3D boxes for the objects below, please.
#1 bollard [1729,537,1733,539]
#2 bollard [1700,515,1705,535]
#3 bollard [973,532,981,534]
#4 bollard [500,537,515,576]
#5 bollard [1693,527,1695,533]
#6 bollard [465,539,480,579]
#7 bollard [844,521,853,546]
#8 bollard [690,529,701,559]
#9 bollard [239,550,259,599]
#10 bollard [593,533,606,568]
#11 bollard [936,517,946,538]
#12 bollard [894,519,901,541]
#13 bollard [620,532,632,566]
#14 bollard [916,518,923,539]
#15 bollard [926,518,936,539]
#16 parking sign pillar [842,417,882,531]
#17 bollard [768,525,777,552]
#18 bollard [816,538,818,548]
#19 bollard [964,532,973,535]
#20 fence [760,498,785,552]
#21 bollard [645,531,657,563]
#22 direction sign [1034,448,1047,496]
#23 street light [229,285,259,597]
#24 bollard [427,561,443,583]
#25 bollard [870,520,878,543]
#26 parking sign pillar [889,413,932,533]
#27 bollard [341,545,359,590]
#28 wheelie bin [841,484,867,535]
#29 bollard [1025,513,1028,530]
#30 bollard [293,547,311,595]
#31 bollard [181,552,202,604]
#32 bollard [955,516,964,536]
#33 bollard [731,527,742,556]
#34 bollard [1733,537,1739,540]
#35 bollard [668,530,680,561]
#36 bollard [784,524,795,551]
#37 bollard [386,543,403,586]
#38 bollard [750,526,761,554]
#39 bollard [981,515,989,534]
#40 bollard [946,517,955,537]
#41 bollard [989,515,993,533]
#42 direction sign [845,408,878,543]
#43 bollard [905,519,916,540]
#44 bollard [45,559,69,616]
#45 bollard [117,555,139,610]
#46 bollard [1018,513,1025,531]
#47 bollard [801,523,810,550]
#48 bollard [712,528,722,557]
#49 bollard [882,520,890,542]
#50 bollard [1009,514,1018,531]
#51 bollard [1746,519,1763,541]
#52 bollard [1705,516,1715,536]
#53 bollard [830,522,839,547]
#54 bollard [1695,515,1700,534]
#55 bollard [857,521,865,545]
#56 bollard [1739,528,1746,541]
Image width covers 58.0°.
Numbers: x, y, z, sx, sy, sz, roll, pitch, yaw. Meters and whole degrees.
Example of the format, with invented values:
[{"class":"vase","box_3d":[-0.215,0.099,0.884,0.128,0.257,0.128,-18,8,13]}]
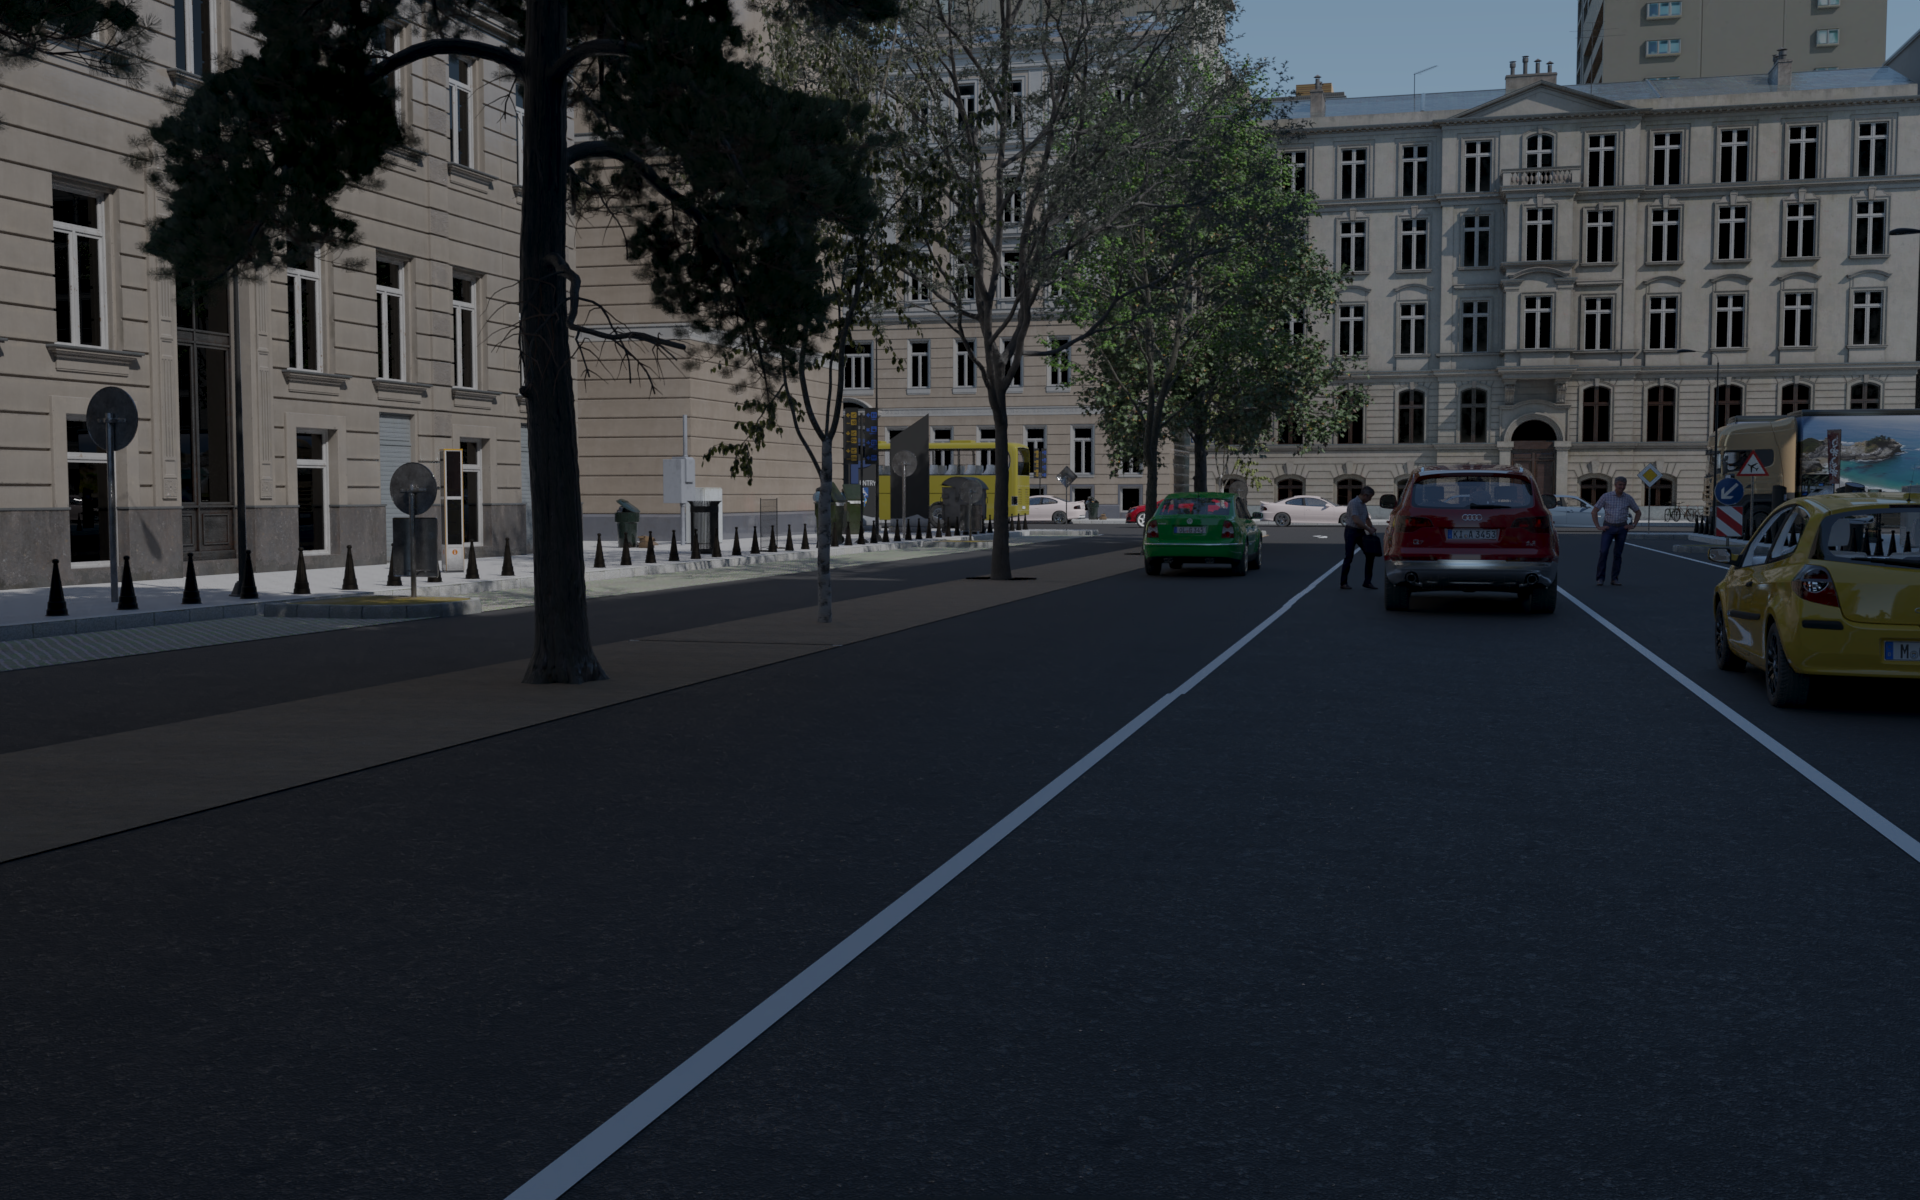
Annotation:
[{"class":"bollard","box_3d":[22.213,-2.056,49.655,0.229,0.601,0.229,0,3,0]},{"class":"bollard","box_3d":[23.567,-2.361,54.644,0.229,0.601,0.229,0,3,0]},{"class":"bollard","box_3d":[0.451,-2.385,55.043,0.229,0.601,0.229,0,3,0]},{"class":"bollard","box_3d":[-7.100,-0.681,27.176,0.229,0.601,0.229,0,3,0]},{"class":"bollard","box_3d":[24.105,-2.483,56.645,0.229,0.601,0.229,0,3,0]},{"class":"bollard","box_3d":[-7.372,-0.619,26.170,0.229,0.601,0.229,0,3,0]},{"class":"bollard","box_3d":[-2.780,-1.655,43.106,0.229,0.601,0.229,0,3,0]},{"class":"bollard","box_3d":[-5.211,-1.108,34.150,0.229,0.601,0.229,0,3,0]},{"class":"bollard","box_3d":[-8.712,-0.316,21.213,0.229,0.601,0.229,0,3,0]},{"class":"bollard","box_3d":[-6.284,-0.865,30.176,0.229,0.601,0.229,0,3,0]},{"class":"bollard","box_3d":[-0.625,-2.142,51.063,0.229,0.601,0.229,0,3,0]},{"class":"bollard","box_3d":[-1.705,-1.898,47.081,0.229,0.601,0.229,0,3,0]},{"class":"bollard","box_3d":[-6.011,-0.925,31.166,0.229,0.601,0.229,0,3,0]},{"class":"bollard","box_3d":[-1.164,-2.020,49.071,0.229,0.601,0.229,0,3,0]},{"class":"bollard","box_3d":[-0.895,-2.081,50.072,0.229,0.601,0.229,0,3,0]},{"class":"parking sign pillar","box_3d":[-3.481,-4.419,60.719,1.447,3.967,1.447,-3,4,-37]},{"class":"bollard","box_3d":[-4.127,-1.352,38.147,0.229,0.601,0.229,0,3,0]},{"class":"bollard","box_3d":[-3.318,-1.534,41.124,0.229,0.601,0.229,0,3,0]},{"class":"bollard","box_3d":[0.183,-2.325,54.052,0.229,0.601,0.229,0,3,0]},{"class":"fence","box_3d":[-4.353,-1.730,39.497,0.480,1.192,2.264,0,4,4]},{"class":"bollard","box_3d":[-5.746,-0.986,32.158,0.229,0.601,0.229,0,3,0]},{"class":"direction sign","box_3d":[3.964,-5.738,85.810,0.876,3.537,0.379,-3,5,-42]},{"class":"street light","box_3d":[-8.479,-2.990,21.430,1.470,5.913,1.316,1,4,15]},{"class":"bollard","box_3d":[-7.641,-0.559,25.179,0.229,0.601,0.229,0,3,0]},{"class":"bollard","box_3d":[-2.246,-1.777,45.089,0.229,0.601,0.229,0,3,0]},{"class":"parking sign pillar","box_3d":[-1.679,-4.255,58.049,1.447,3.967,1.447,0,4,3]},{"class":"bollard","box_3d":[-8.174,-0.438,23.195,0.229,0.601,0.229,0,3,0]},{"class":"wheelie bin","box_3d":[-3.476,-2.884,55.066,0.980,1.594,0.693,-2,4,-29]},{"class":"bollard","box_3d":[2.333,-2.811,61.999,0.229,0.601,0.229,0,3,0]},{"class":"bollard","box_3d":[-8.444,-0.377,22.205,0.229,0.601,0.229,0,3,0]},{"class":"bollard","box_3d":[-8.980,-0.256,20.222,0.229,0.601,0.229,0,3,0]},{"class":"bollard","box_3d":[-0.087,-2.264,53.062,0.229,0.601,0.229,0,3,0]},{"class":"bollard","box_3d":[-4.665,-1.230,36.156,0.229,0.601,0.229,0,3,0]},{"class":"bollard","box_3d":[21.948,-1.995,48.659,0.229,0.601,0.229,0,3,0]},{"class":"bollard","box_3d":[-5.476,-1.046,33.149,0.229,0.601,0.229,0,3,0]},{"class":"bollard","box_3d":[-3.856,-1.413,39.138,0.229,0.601,0.229,0,3,0]},{"class":"bollard","box_3d":[-7.904,-0.498,24.186,0.229,0.601,0.229,0,3,0]},{"class":"bollard","box_3d":[-4.395,-1.291,37.150,0.229,0.601,0.229,0,3,0]},{"class":"bollard","box_3d":[0.722,-2.446,56.034,0.229,0.601,0.229,0,3,0]},{"class":"bollard","box_3d":[-0.353,-2.204,52.069,0.229,0.601,0.229,0,3,0]},{"class":"bollard","box_3d":[0.988,-2.507,57.026,0.229,0.601,0.229,0,3,0]},{"class":"direction sign","box_3d":[-2.581,-3.271,45.473,0.876,3.537,0.379,1,4,9]},{"class":"bollard","box_3d":[-1.433,-1.960,48.080,0.229,0.601,0.229,0,3,0]},{"class":"bollard","box_3d":[-9.517,-0.134,18.240,0.229,0.601,0.229,0,3,0]},{"class":"bollard","box_3d":[-9.247,-0.195,19.231,0.229,0.601,0.229,0,3,0]},{"class":"bollard","box_3d":[2.065,-2.750,61.001,0.229,0.601,0.229,0,3,0]},{"class":"bollard","box_3d":[-3.588,-1.473,40.129,0.229,0.601,0.229,0,3,0]},{"class":"bollard","box_3d":[-4.938,-1.168,35.140,0.229,0.601,0.229,0,3,0]},{"class":"bollard","box_3d":[-1.977,-1.838,46.086,0.229,0.601,0.229,0,3,0]},{"class":"bollard","box_3d":[1.800,-2.689,60.009,0.229,0.601,0.229,0,3,0]},{"class":"bollard","box_3d":[21.401,-1.873,46.660,0.229,0.601,0.229,0,3,0]},{"class":"bollard","box_3d":[23.299,-2.300,53.650,0.229,0.601,0.229,0,3,0]},{"class":"bollard","box_3d":[-3.048,-1.595,42.114,0.229,0.601,0.229,0,3,0]},{"class":"bollard","box_3d":[23.839,-2.422,55.645,0.229,0.601,0.229,0,3,0]},{"class":"bollard","box_3d":[-2.516,-1.716,44.098,0.229,0.601,0.229,0,3,0]},{"class":"bollard","box_3d":[21.674,-1.934,47.669,0.229,0.601,0.229,0,3,0]}]
